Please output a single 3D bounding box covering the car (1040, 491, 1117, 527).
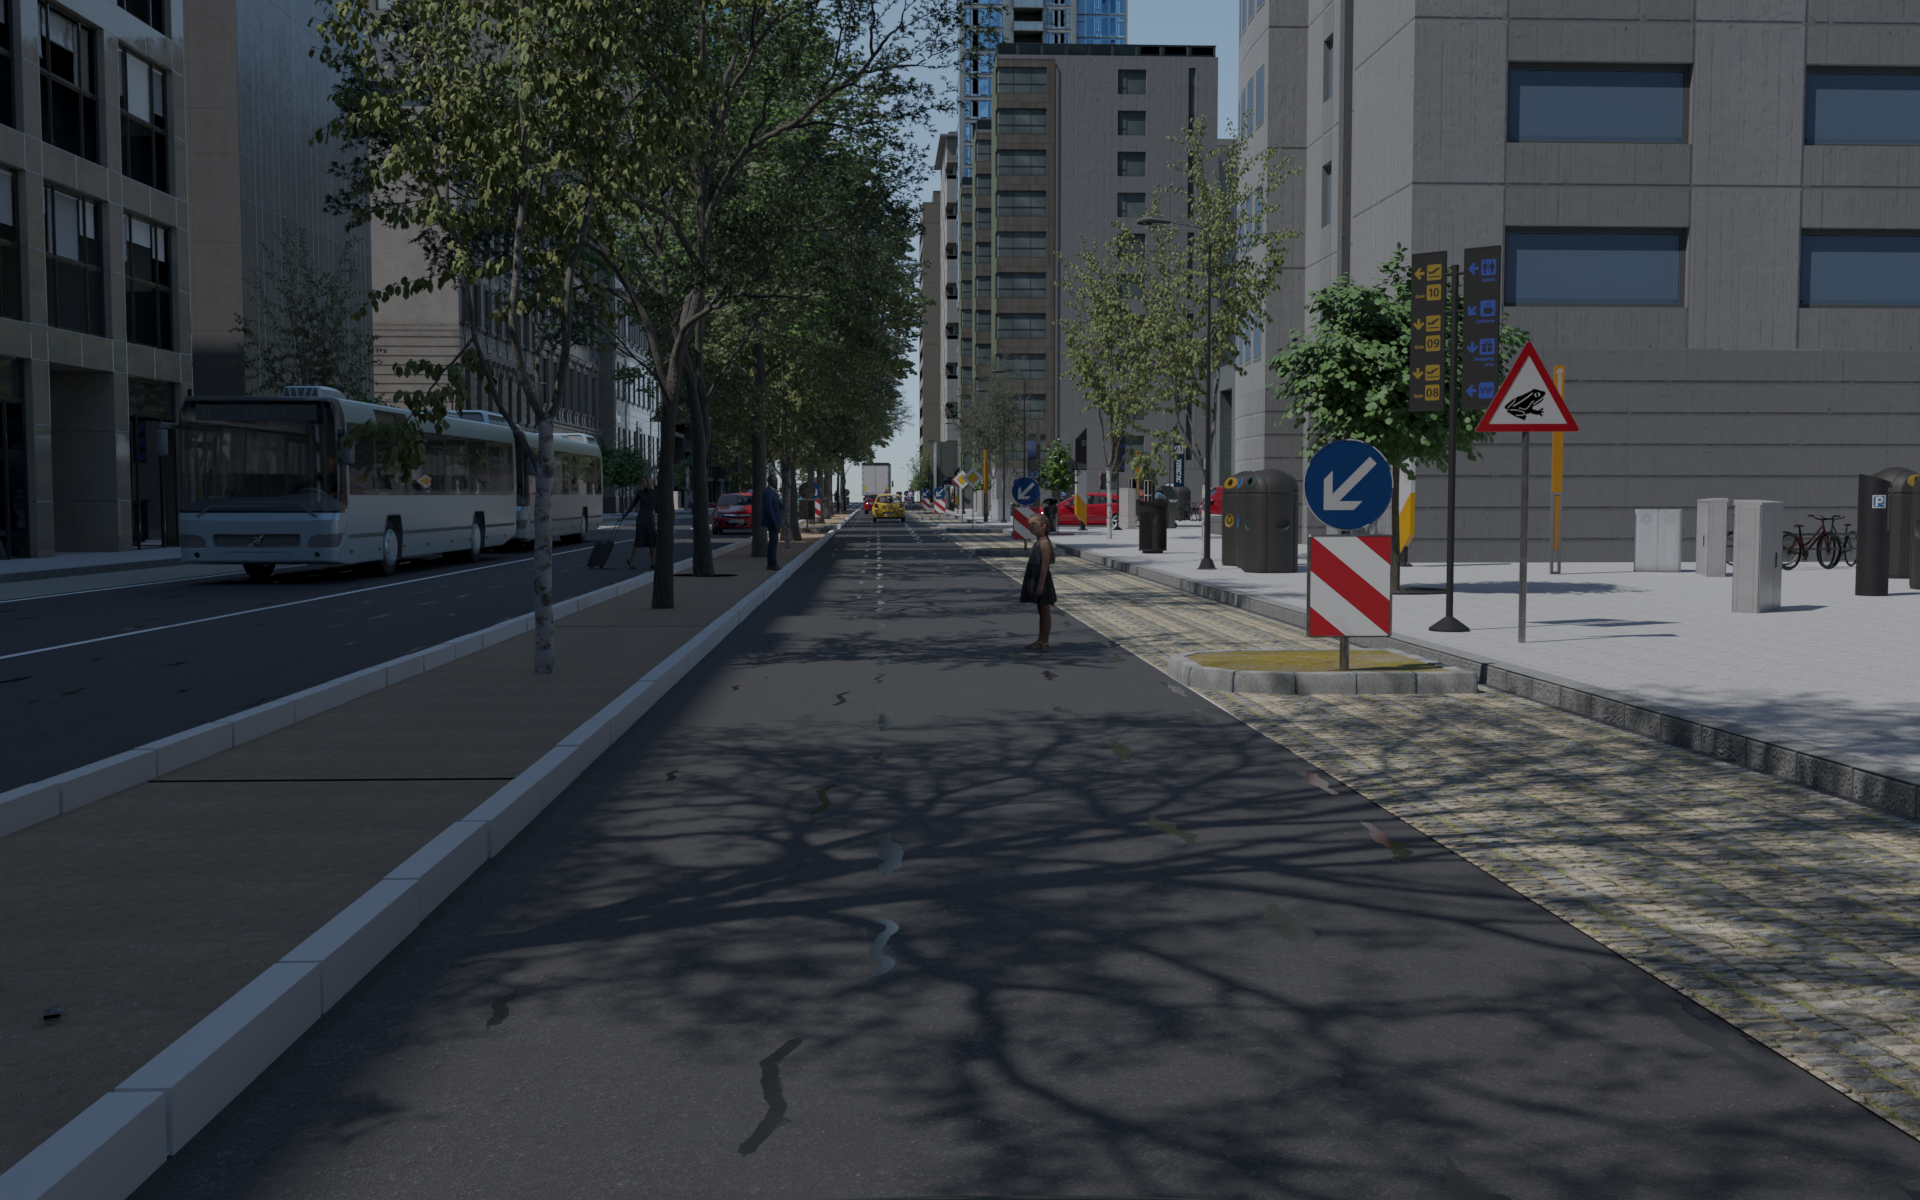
[{"bbox_3d":[4.731,-3.642,68.579,4.494,1.783,2.155,0,4,-2],"label":"car"}]

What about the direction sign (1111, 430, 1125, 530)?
[{"bbox_3d":[5.606,-4.250,61.486,0.379,3.537,0.876,3,4,36],"label":"direction sign"}]

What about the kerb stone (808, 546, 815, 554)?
[{"bbox_3d":[-3.500,-1.094,40.090,0.120,0.150,1.000,0,4,-3],"label":"kerb stone"}]

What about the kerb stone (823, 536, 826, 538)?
[{"bbox_3d":[-3.950,-1.655,49.309,0.120,0.150,1.000,0,4,-3],"label":"kerb stone"}]

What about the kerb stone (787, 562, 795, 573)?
[{"bbox_3d":[-3.066,-0.531,30.874,0.120,0.150,1.000,0,4,-3],"label":"kerb stone"}]

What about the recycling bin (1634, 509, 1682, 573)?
[{"bbox_3d":[11.556,-0.986,28.683,0.722,1.027,0.722,1,4,22],"label":"recycling bin"}]

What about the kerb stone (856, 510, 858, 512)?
[{"bbox_3d":[-7.352,-6.011,120.482,0.120,0.150,1.000,0,4,-3],"label":"kerb stone"}]

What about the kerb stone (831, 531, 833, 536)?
[{"bbox_3d":[-4.292,-2.097,56.487,0.120,0.150,1.000,0,4,-3],"label":"kerb stone"}]

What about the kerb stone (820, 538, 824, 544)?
[{"bbox_3d":[-3.855,-1.531,47.267,0.120,0.150,1.000,0,4,-3],"label":"kerb stone"}]

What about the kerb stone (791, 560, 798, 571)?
[{"bbox_3d":[-3.113,-0.593,31.896,0.120,0.150,1.000,0,4,-3],"label":"kerb stone"}]

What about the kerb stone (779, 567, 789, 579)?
[{"bbox_3d":[-2.969,-0.406,28.832,0.120,0.150,1.000,0,4,-3],"label":"kerb stone"}]

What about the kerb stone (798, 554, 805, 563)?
[{"bbox_3d":[-3.256,-0.779,34.966,0.120,0.150,1.000,0,4,-3],"label":"kerb stone"}]

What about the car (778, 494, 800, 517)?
[{"bbox_3d":[-10.990,-6.148,109.322,1.959,1.807,4.718,0,4,-4],"label":"car"}]

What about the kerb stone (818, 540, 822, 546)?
[{"bbox_3d":[-3.744,-1.408,45.221,0.120,0.150,1.000,0,4,-3],"label":"kerb stone"}]

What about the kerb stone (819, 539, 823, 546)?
[{"bbox_3d":[-3.800,-1.471,46.246,0.120,0.150,1.000,0,4,-3],"label":"kerb stone"}]

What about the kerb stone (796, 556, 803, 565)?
[{"bbox_3d":[-3.206,-0.718,33.940,0.120,0.150,1.000,0,4,-3],"label":"kerb stone"}]

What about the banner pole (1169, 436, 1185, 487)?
[{"bbox_3d":[9.215,-5.149,74.206,0.863,3.779,0.401,1,4,16],"label":"banner pole"}]

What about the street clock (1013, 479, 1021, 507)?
[{"bbox_3d":[2.761,-4.734,81.976,0.358,2.002,0.471,-3,5,-41],"label":"street clock"}]

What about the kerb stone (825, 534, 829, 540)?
[{"bbox_3d":[-4.040,-1.784,51.360,0.120,0.150,1.000,0,4,-3],"label":"kerb stone"}]

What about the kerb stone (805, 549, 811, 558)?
[{"bbox_3d":[-3.401,-0.965,38.042,0.120,0.150,1.000,0,4,-3],"label":"kerb stone"}]

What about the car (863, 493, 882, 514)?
[{"bbox_3d":[-5.980,-7.101,125.142,2.155,1.783,4.494,0,4,-1],"label":"car"}]

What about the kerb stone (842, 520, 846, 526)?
[{"bbox_3d":[-5.299,-3.372,77.472,0.120,0.150,1.000,0,4,-3],"label":"kerb stone"}]

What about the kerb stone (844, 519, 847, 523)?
[{"bbox_3d":[-5.393,-3.506,79.513,0.120,0.150,1.000,0,4,-3],"label":"kerb stone"}]

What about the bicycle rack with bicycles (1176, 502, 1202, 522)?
[{"bbox_3d":[11.530,-4.167,81.518,2.925,0.926,2.852,-1,4,-14],"label":"bicycle rack with bicycles"}]

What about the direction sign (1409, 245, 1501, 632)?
[{"bbox_3d":[4.586,-1.476,16.131,0.876,3.537,0.379,3,5,42],"label":"direction sign"}]

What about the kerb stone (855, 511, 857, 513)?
[{"bbox_3d":[-7.159,-5.760,116.378,0.120,0.150,1.000,0,4,-3],"label":"kerb stone"}]

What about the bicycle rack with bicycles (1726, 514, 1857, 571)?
[{"bbox_3d":[14.627,-1.041,30.398,2.925,0.926,2.852,-1,4,-19],"label":"bicycle rack with bicycles"}]

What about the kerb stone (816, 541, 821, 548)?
[{"bbox_3d":[-3.698,-1.344,44.197,0.120,0.150,1.000,0,4,-3],"label":"kerb stone"}]

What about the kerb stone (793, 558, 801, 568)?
[{"bbox_3d":[-3.162,-0.651,32.917,0.120,0.150,1.000,0,4,-3],"label":"kerb stone"}]

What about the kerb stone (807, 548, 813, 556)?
[{"bbox_3d":[-3.452,-1.028,39.063,0.120,0.150,1.000,0,4,-3],"label":"kerb stone"}]

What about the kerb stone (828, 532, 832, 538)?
[{"bbox_3d":[-4.190,-1.972,54.438,0.120,0.150,1.000,0,4,-3],"label":"kerb stone"}]

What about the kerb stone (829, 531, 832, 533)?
[{"bbox_3d":[-4.240,-2.034,55.459,0.120,0.150,1.000,0,4,-3],"label":"kerb stone"}]

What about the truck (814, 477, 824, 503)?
[{"bbox_3d":[-23.464,-18.192,286.349,2.839,4.237,11.283,0,4,-4],"label":"truck"}]

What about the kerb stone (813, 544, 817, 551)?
[{"bbox_3d":[-3.608,-1.217,42.138,0.120,0.150,1.000,0,4,-3],"label":"kerb stone"}]

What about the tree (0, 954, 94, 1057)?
[{"bbox_3d":[-3.044,-5.598,4.352,12.009,13.543,11.850,0,3,0],"label":"tree"}]

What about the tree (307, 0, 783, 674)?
[{"bbox_3d":[-3.360,-3.728,13.770,4.737,8.622,4.395,0,3,0],"label":"tree"}]

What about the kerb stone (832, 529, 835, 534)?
[{"bbox_3d":[-4.382,-2.222,58.529,0.120,0.150,1.000,0,4,-3],"label":"kerb stone"}]

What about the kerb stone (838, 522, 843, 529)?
[{"bbox_3d":[-5.045,-3.067,72.354,0.120,0.150,1.000,0,4,-3],"label":"kerb stone"}]

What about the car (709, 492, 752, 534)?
[{"bbox_3d":[-8.025,-3.292,62.870,2.155,1.783,4.494,0,4,-5],"label":"car"}]

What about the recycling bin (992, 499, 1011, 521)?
[{"bbox_3d":[1.954,-4.255,82.118,0.722,1.027,0.722,-1,4,-21],"label":"recycling bin"}]

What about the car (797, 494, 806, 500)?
[{"bbox_3d":[-18.998,-11.748,203.882,2.131,1.459,4.920,0,4,-3],"label":"car"}]

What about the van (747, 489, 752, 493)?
[{"bbox_3d":[-16.597,-8.170,140.582,2.013,2.044,4.112,0,4,-1],"label":"van"}]

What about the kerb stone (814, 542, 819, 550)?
[{"bbox_3d":[-3.650,-1.283,43.167,0.120,0.150,1.000,0,4,-3],"label":"kerb stone"}]

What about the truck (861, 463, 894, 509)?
[{"bbox_3d":[-7.609,-10.420,159.273,2.839,4.237,11.283,0,4,-1],"label":"truck"}]

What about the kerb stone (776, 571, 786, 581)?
[{"bbox_3d":[-2.914,-0.335,27.797,0.120,0.150,1.000,0,4,-3],"label":"kerb stone"}]

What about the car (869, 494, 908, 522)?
[{"bbox_3d":[-3.708,-4.876,89.942,2.015,1.641,3.980,0,4,-3],"label":"car"}]

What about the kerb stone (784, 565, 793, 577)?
[{"bbox_3d":[-3.008,-0.464,29.854,0.120,0.150,1.000,0,4,-3],"label":"kerb stone"}]

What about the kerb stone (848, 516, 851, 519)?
[{"bbox_3d":[-5.940,-4.195,90.783,0.120,0.150,1.000,0,4,-3],"label":"kerb stone"}]

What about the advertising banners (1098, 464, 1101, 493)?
[{"bbox_3d":[8.096,-6.389,100.645,0.090,3.025,2.074,0,4,1],"label":"advertising banners"}]

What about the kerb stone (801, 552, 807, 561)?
[{"bbox_3d":[-3.307,-0.844,35.991,0.120,0.150,1.000,0,4,-3],"label":"kerb stone"}]

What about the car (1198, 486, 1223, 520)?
[{"bbox_3d":[12.091,-3.663,68.570,5.304,1.827,2.281,0,4,-3],"label":"car"}]

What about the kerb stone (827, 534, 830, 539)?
[{"bbox_3d":[-4.093,-1.844,52.381,0.120,0.150,1.000,0,4,-3],"label":"kerb stone"}]

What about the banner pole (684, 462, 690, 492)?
[{"bbox_3d":[-21.551,-8.956,136.455,0.401,3.779,0.863,2,4,33],"label":"banner pole"}]

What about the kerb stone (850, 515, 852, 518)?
[{"bbox_3d":[-6.132,-4.443,94.872,0.120,0.150,1.000,0,4,-3],"label":"kerb stone"}]

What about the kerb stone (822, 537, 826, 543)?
[{"bbox_3d":[-3.890,-1.590,48.289,0.120,0.150,1.000,0,4,-3],"label":"kerb stone"}]

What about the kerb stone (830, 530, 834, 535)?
[{"bbox_3d":[-4.339,-2.159,57.508,0.120,0.150,1.000,0,4,-3],"label":"kerb stone"}]

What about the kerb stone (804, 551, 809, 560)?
[{"bbox_3d":[-3.360,-0.907,37.020,0.120,0.150,1.000,0,4,-3],"label":"kerb stone"}]

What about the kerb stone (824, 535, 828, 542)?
[{"bbox_3d":[-3.998,-1.721,50.330,0.120,0.150,1.000,0,4,-3],"label":"kerb stone"}]

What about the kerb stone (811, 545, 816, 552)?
[{"bbox_3d":[-3.550,-1.157,41.117,0.120,0.150,1.000,0,4,-3],"label":"kerb stone"}]
